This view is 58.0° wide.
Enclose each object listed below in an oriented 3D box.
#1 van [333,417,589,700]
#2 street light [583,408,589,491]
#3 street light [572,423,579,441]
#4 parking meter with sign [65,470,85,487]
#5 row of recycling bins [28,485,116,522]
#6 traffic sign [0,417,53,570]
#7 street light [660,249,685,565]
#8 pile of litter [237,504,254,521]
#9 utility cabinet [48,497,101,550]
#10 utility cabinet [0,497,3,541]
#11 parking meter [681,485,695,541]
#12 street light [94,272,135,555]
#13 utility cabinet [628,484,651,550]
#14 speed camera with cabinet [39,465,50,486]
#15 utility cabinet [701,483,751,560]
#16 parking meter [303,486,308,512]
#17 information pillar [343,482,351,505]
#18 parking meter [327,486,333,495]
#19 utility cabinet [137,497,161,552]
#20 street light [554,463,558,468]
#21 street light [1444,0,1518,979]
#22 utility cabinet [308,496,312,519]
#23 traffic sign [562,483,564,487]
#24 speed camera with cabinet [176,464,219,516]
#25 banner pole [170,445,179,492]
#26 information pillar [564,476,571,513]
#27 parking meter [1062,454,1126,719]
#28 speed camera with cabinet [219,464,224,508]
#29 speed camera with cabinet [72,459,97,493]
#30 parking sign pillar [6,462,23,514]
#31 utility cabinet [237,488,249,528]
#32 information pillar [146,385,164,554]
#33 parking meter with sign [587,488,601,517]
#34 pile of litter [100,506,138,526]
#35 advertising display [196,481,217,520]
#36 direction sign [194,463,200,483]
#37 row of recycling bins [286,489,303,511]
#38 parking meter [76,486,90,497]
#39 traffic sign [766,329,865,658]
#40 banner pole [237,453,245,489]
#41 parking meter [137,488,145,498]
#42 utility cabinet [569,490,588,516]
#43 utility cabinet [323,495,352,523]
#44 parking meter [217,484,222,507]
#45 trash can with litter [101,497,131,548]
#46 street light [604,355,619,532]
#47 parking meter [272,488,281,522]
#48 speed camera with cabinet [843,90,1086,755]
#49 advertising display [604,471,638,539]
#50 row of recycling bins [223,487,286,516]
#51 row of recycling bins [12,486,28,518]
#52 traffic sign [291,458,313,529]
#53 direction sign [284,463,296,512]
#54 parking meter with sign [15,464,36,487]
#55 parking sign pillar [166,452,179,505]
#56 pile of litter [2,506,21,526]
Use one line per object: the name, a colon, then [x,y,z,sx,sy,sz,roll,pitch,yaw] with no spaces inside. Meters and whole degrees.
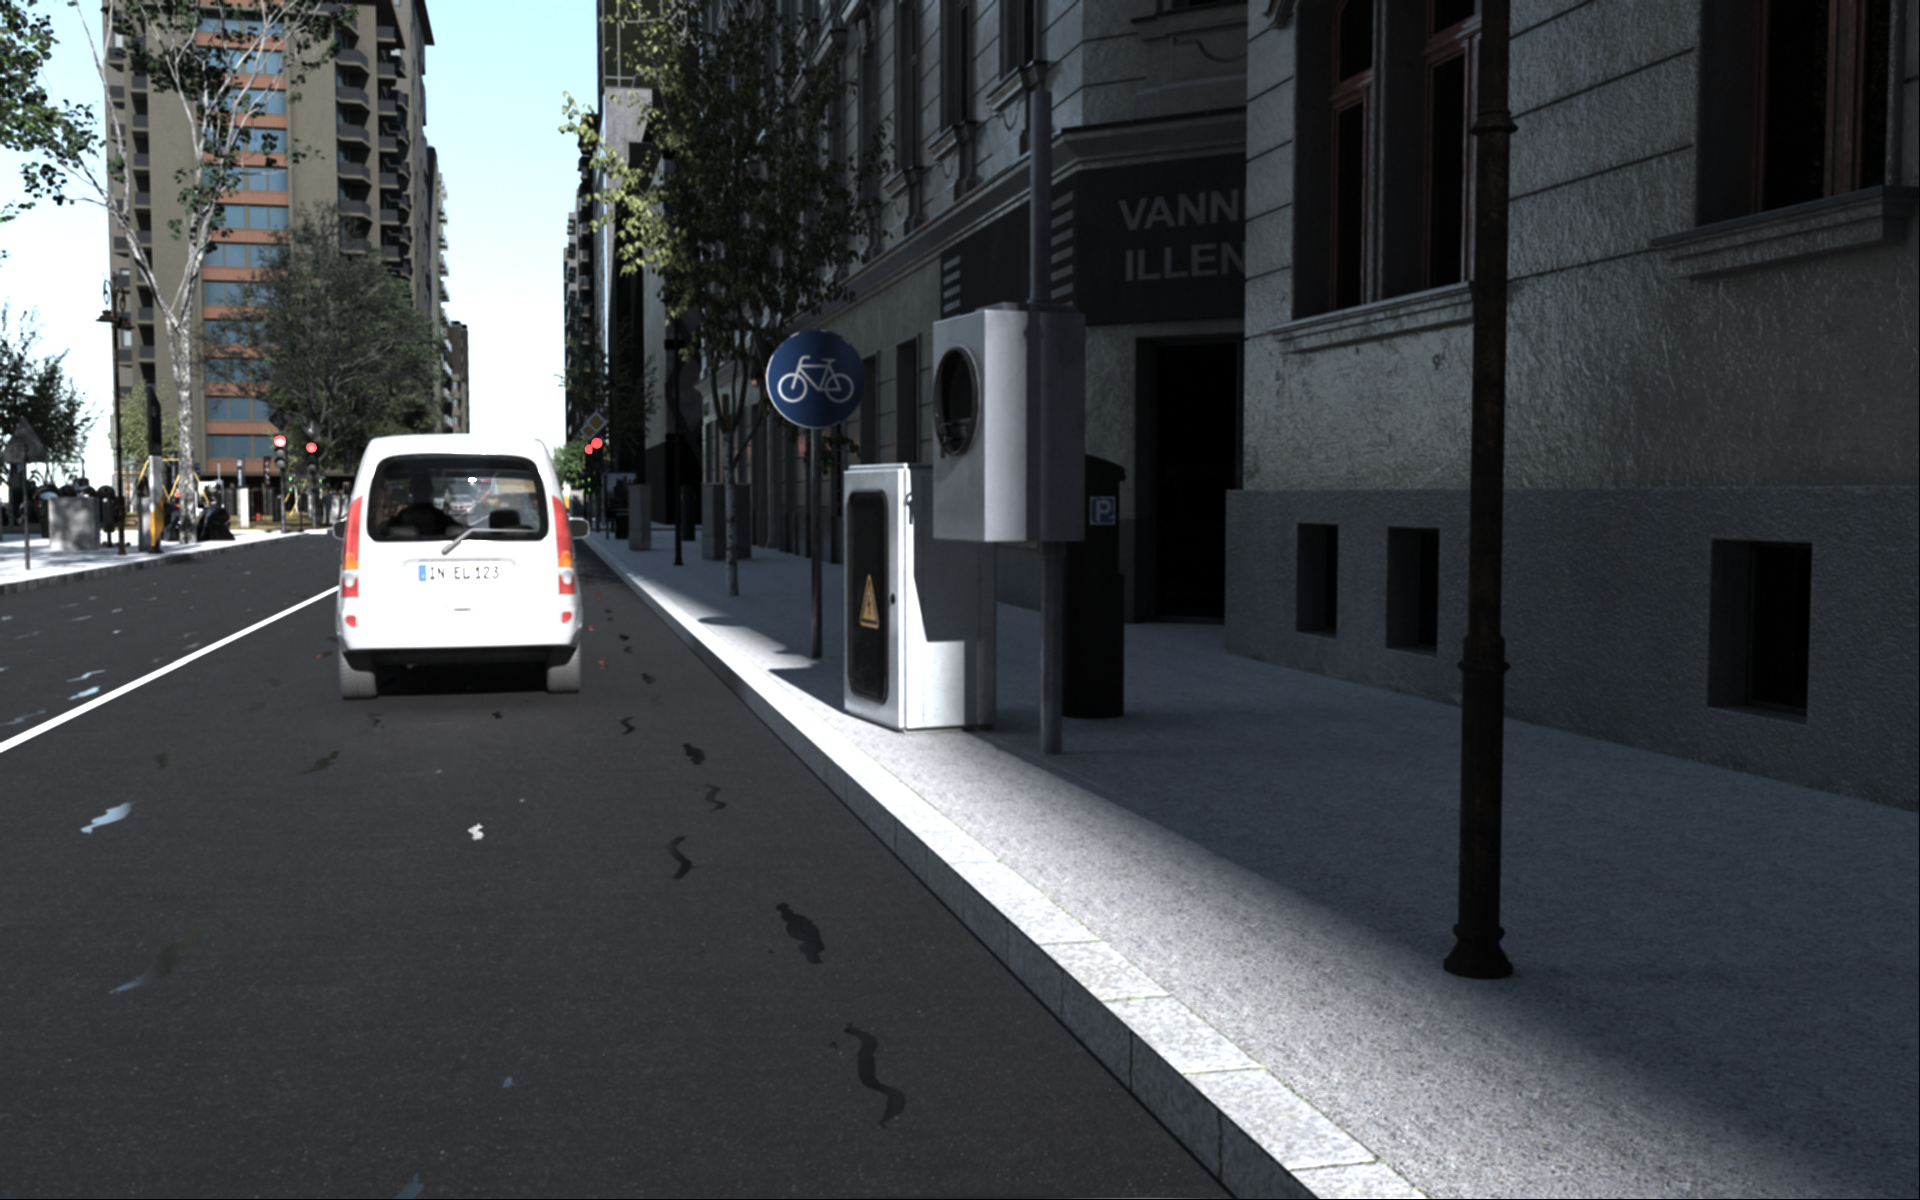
van: [-3.897,-0.402,13.578,2.013,2.044,4.112,-1,4,-15]
street light: [-18.217,-6.863,85.000,0.468,5.910,1.993,-1,4,-14]
street light: [-24.702,-8.473,111.317,0.468,5.910,1.993,-1,4,-14]
parking meter with sign: [-63.011,-7.736,122.745,0.543,3.016,1.738,3,5,39]
row of recycling bins: [-40.884,-4.463,80.084,3.534,1.692,1.069,0,4,-6]
traffic sign: [-15.772,-1.787,29.229,0.884,2.594,0.081,0,4,-6]
street light: [-5.085,-3.567,31.114,0.468,5.910,1.993,-1,4,-14]
pile of litter: [-34.396,-4.268,83.751,1.176,0.858,1.719,0,4,0]
utility cabinet: [-20.290,-1.745,39.692,1.020,1.237,0.306,0,4,-7]
utility cabinet: [-26.665,-2.210,47.293,0.306,1.237,1.020,1,4,15]
parking meter: [-7.463,-2.394,47.547,0.372,1.533,0.369,0,3,0]
street light: [-17.592,-3.877,36.184,0.468,5.910,1.993,-1,4,-14]
utility cabinet: [-7.360,-1.901,39.761,0.318,1.500,1.173,0,4,0]
speed camera with cabinet: [-61.985,-7.601,118.606,2.038,3.252,0.660,1,4,11]
utility cabinet: [-4.555,-1.542,33.883,0.318,1.500,1.173,2,4,30]
parking meter: [-45.661,-7.040,120.807,0.255,1.863,0.399,-2,4,-34]
information pillar: [-38.437,-6.370,108.649,0.304,2.012,0.304,1,4,16]
parking meter: [-48.048,-7.731,132.118,0.255,1.863,0.399,3,4,38]
utility cabinet: [-18.295,-1.707,39.064,0.306,1.237,1.020,-1,4,-14]
street light: [-49.545,-14.694,213.038,0.468,5.910,1.993,-1,4,-14]
street light: [1.395,-1.939,4.486,0.468,5.910,1.993,-1,4,-14]
utility cabinet: [-33.109,-4.730,88.494,0.306,1.237,1.020,-1,4,-15]
traffic sign: [-31.023,-8.362,136.729,0.884,2.594,0.081,0,4,-6]
speed camera with cabinet: [-43.914,-6.431,99.488,2.038,3.252,0.660,0,4,-3]
banner pole: [-41.008,-6.154,90.642,0.401,3.779,0.863,1,4,22]
information pillar: [-26.197,-7.597,115.570,0.504,3.616,0.183,1,4,21]
parking meter: [0.765,-0.098,10.019,0.372,1.533,0.369,0,3,0]
speed camera with cabinet: [-48.012,-7.243,112.766,0.660,3.252,2.038,0,4,7]
speed camera with cabinet: [-48.997,-6.319,97.652,0.660,3.252,2.038,1,4,20]
parking sign pillar: [-58.711,-7.310,107.995,1.447,3.967,1.447,3,4,37]
utility cabinet: [-27.160,-3.480,65.574,0.318,1.500,1.173,-2,4,-28]
information pillar: [-17.366,-2.815,37.378,0.183,3.616,0.504,0,4,-1]
parking meter with sign: [-20.475,-6.167,97.096,1.738,3.016,0.543,3,5,44]
pile of litter: [-33.965,-3.441,70.218,1.719,0.858,1.176,-2,4,-23]
advertising display: [-36.255,-4.782,83.400,0.123,1.923,0.974,3,4,39]
direction sign: [-56.407,-8.295,127.616,0.876,3.537,0.379,1,4,9]
row of recycling bins: [-50.754,-7.605,131.459,1.069,1.692,3.534,1,4,13]
parking meter: [-26.921,-2.740,53.210,0.372,1.533,0.369,0,3,0]
traffic sign: [-1.119,-0.819,13.496,0.768,2.556,0.104,0,4,-5]
banner pole: [-43.988,-7.099,106.085,0.863,3.779,0.401,2,4,28]
parking meter: [-54.174,-6.660,114.607,0.399,1.863,0.255,1,4,9]
utility cabinet: [-21.892,-5.546,99.359,0.318,1.500,1.173,2,4,34]
utility cabinet: [-27.675,-4.017,76.845,1.020,1.237,0.306,-1,4,-11]
parking meter: [-41.048,-5.511,95.810,0.255,1.863,0.399,1,4,16]
trash can with litter: [-20.766,-1.895,42.049,1.678,1.210,2.233,-2,4,-29]
street light: [-11.624,-5.199,57.790,0.468,5.910,1.993,-1,4,-14]
parking meter: [-30.944,-4.284,78.453,0.372,1.533,0.369,0,3,0]
speed camera with cabinet: [-0.038,-0.908,9.175,0.660,3.252,2.038,-1,4,-23]
advertising display: [-9.659,-2.700,49.362,0.974,1.923,0.123,-2,4,-33]
row of recycling bins: [-42.417,-5.903,103.622,3.534,1.692,1.069,1,4,9]
row of recycling bins: [-50.479,-5.317,94.046,1.069,1.692,3.534,0,4,-7]
traffic sign: [-23.869,-3.833,62.677,0.884,2.594,0.081,-1,4,-11]
direction sign: [-48.910,-8.214,126.299,0.876,3.537,0.379,-1,4,-9]
parking meter with sign: [-54.209,-6.399,100.883,1.738,3.016,0.543,2,4,29]
parking sign pillar: [-50.840,-7.581,112.420,1.447,3.967,1.447,1,4,17]
pile of litter: [-39.050,-3.443,70.261,1.719,0.858,1.176,-2,4,-32]
